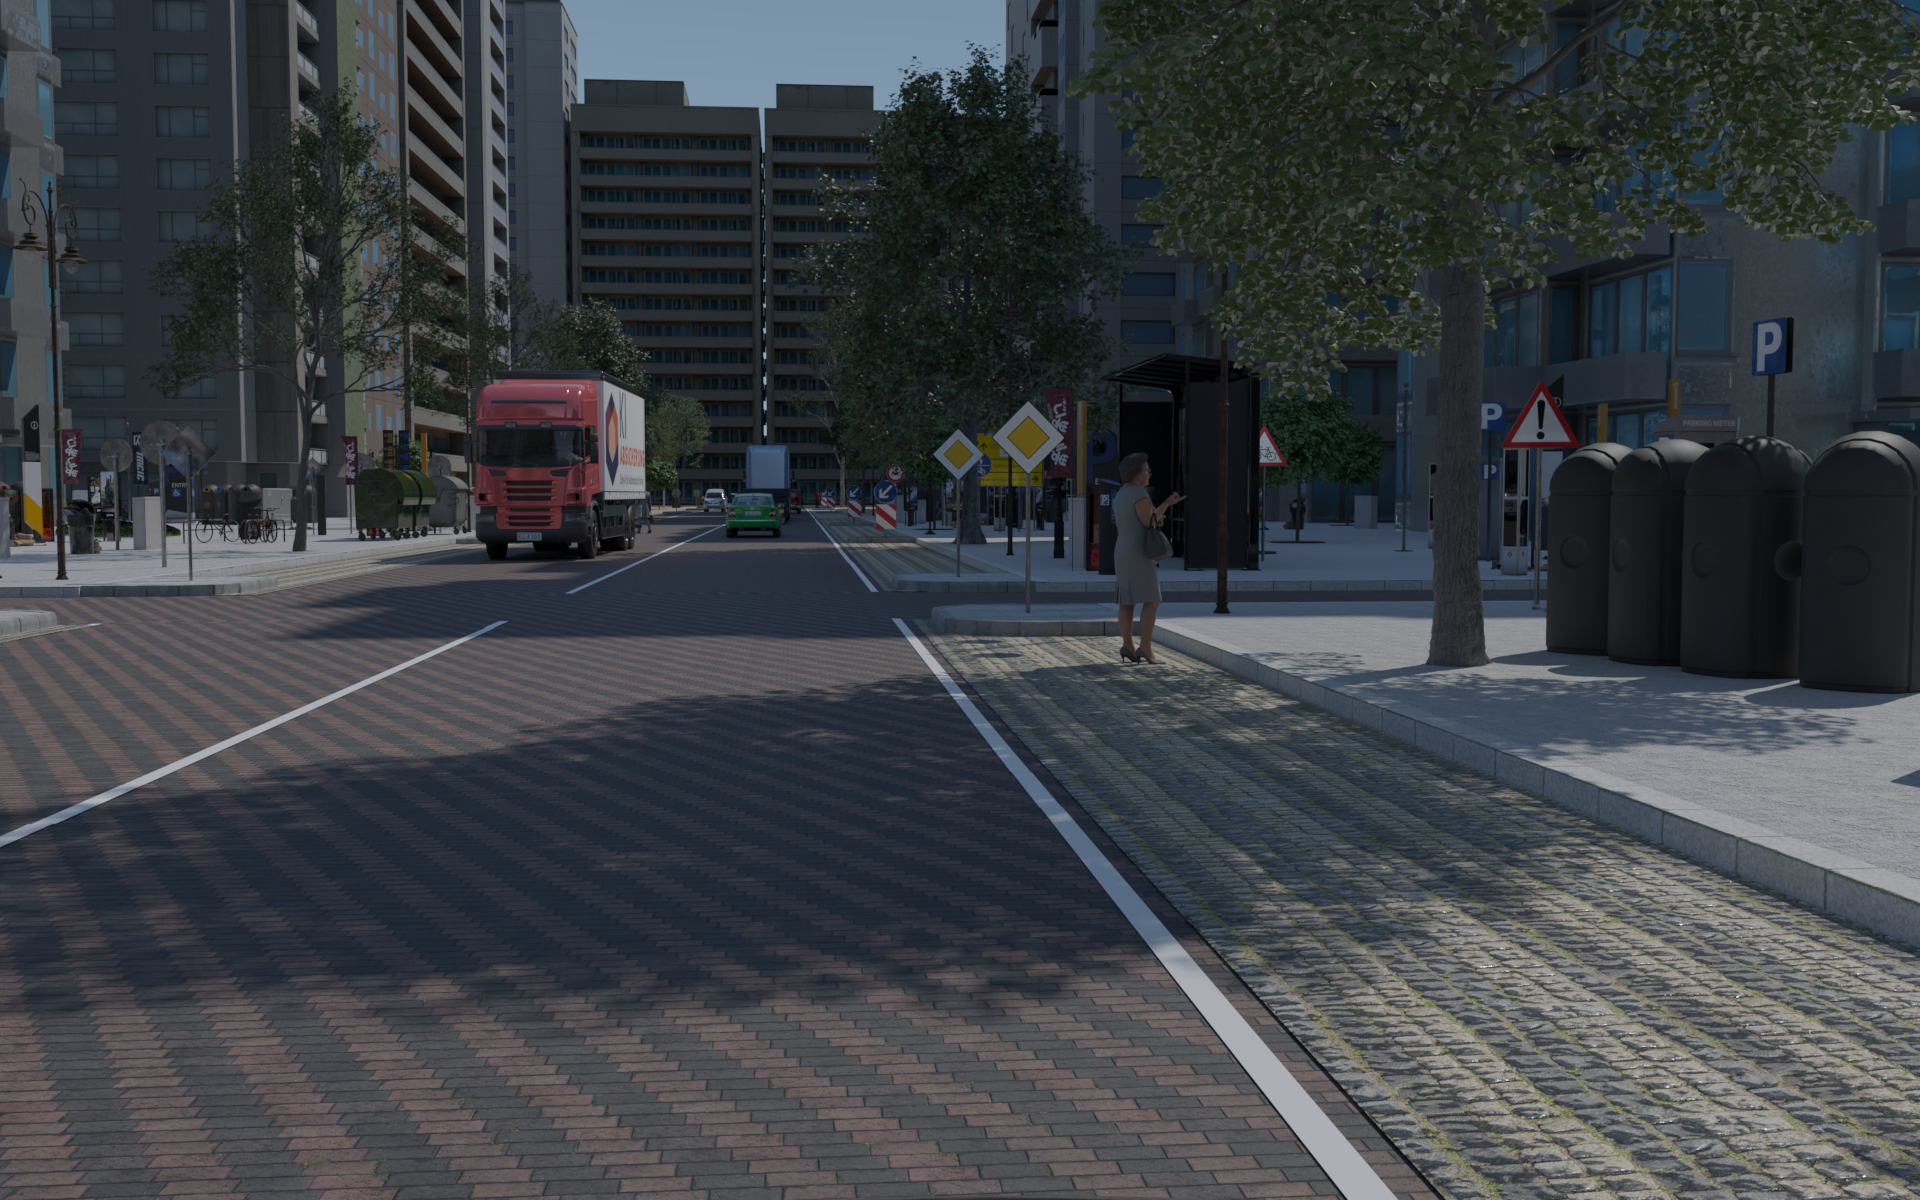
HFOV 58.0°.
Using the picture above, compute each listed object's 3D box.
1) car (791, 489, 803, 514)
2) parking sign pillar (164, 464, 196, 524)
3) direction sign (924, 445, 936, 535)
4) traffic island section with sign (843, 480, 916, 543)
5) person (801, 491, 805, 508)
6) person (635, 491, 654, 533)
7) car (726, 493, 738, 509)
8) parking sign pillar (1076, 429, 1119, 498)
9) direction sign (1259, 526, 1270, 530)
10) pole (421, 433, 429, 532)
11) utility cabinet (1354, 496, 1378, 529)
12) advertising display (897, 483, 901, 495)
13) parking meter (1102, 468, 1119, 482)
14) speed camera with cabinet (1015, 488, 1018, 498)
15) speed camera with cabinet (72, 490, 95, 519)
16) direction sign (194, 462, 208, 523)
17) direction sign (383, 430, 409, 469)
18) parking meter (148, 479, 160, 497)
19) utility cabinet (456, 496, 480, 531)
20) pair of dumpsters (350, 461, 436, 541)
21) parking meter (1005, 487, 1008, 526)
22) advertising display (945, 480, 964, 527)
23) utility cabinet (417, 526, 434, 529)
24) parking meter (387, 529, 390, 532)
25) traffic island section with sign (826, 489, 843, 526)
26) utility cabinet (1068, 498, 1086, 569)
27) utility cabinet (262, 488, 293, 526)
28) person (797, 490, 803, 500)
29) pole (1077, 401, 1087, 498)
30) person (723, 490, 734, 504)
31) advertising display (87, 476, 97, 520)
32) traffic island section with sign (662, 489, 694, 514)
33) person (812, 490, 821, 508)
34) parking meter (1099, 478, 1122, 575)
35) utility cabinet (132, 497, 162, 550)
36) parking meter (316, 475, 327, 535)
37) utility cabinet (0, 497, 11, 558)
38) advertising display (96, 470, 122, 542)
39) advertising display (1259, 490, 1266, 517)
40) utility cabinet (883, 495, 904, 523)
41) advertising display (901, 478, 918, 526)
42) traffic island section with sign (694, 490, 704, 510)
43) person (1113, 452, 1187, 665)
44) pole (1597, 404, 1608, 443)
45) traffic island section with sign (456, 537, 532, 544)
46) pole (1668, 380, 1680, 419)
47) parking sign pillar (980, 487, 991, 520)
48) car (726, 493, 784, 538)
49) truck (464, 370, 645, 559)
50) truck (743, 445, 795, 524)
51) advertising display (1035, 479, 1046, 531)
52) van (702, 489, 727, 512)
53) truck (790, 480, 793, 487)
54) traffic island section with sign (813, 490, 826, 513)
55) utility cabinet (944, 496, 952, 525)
[{"bbox_3d":[-12.563,-7.168,125.874,2.281,1.827,5.304,0,4,-5],"label":"car"},{"bbox_3d":[-34.264,-5.341,75.800,1.447,3.967,1.447,-1,4,-11],"label":"parking sign pillar"},{"bbox_3d":[-0.951,-3.843,54.832,0.379,3.537,0.876,0,4,3],"label":"direction sign"},{"bbox_3d":[-2.341,-2.603,51.184,1.989,1.847,2.006,0,4,-5],"label":"traffic island section with sign"},{"bbox_3d":[-16.199,-10.258,176.900,0.721,1.739,1.217,3,4,37],"label":"person"},{"bbox_3d":[-11.515,-3.325,62.960,0.694,1.812,0.767,-3,5,-39],"label":"person"},{"bbox_3d":[-22.436,-9.966,172.538,1.945,1.707,3.694,0,4,-6],"label":"car"},{"bbox_3d":[4.263,-3.968,53.341,1.447,3.967,1.447,-1,4,-16],"label":"parking sign pillar"},{"bbox_3d":[10.886,-4.273,61.869,0.876,3.537,0.379,0,4,7],"label":"direction sign"},{"bbox_3d":[-17.892,-3.919,57.911,0.158,3.312,0.155,0,3,0],"label":"pole"},{"bbox_3d":[15.045,-3.243,64.184,0.306,1.237,1.020,-2,4,-24],"label":"utility cabinet"},{"bbox_3d":[-3.148,-5.848,100.832,0.974,1.923,0.123,-1,4,-9],"label":"advertising display"},{"bbox_3d":[3.384,-2.028,38.865,0.255,1.863,0.399,-2,4,-34],"label":"parking meter"},{"bbox_3d":[3.860,-6.087,93.864,2.038,3.252,0.660,3,5,43],"label":"speed camera with cabinet"},{"bbox_3d":[-38.237,-4.903,74.507,2.038,3.252,0.660,-2,4,-28],"label":"speed camera with cabinet"},{"bbox_3d":[-34.069,-5.246,77.773,0.379,3.537,0.876,1,4,16],"label":"direction sign"},{"bbox_3d":[-19.917,-4.235,61.238,0.876,3.537,0.379,-2,4,-26],"label":"direction sign"},{"bbox_3d":[-32.083,-3.871,69.008,0.255,1.863,0.399,3,5,41],"label":"parking meter"},{"bbox_3d":[-17.404,-3.065,61.268,0.306,1.237,1.020,2,4,35],"label":"utility cabinet"},{"bbox_3d":[-16.179,-2.873,49.459,1.574,2.255,4.437,0,4,-5],"label":"pair of dumpsters"},{"bbox_3d":[1.801,-3.907,69.593,0.255,1.863,0.399,2,4,35],"label":"parking meter"},{"bbox_3d":[-0.099,-3.826,67.773,0.974,1.923,0.123,0,4,4],"label":"advertising display"},{"bbox_3d":[-19.299,-3.108,61.983,1.020,1.237,0.306,0,4,-2],"label":"utility cabinet"},{"bbox_3d":[-18.994,-3.032,57.989,0.372,1.533,0.369,0,3,0],"label":"parking meter"},{"bbox_3d":[-4.905,-4.244,78.017,1.989,1.847,2.006,0,4,-5],"label":"traffic island section with sign"},{"bbox_3d":[2.168,-1.169,30.281,0.306,1.237,1.020,-1,4,-12],"label":"utility cabinet"},{"bbox_3d":[-26.924,-3.651,68.378,0.318,1.500,1.173,2,4,29],"label":"utility cabinet"},{"bbox_3d":[-12.595,-7.802,136.591,0.721,1.766,1.217,1,4,12],"label":"person"},{"bbox_3d":[2.669,-2.700,37.983,0.158,3.312,0.155,0,3,0],"label":"pole"},{"bbox_3d":[-17.777,-7.625,133.890,1.217,1.735,0.721,-2,4,-27],"label":"person"},{"bbox_3d":[-30.126,-3.391,60.658,0.123,1.923,0.974,1,4,17],"label":"advertising display"},{"bbox_3d":[-20.745,-7.237,126.948,1.989,1.847,2.006,0,4,-5],"label":"traffic island section with sign"},{"bbox_3d":[-13.270,-9.343,161.201,1.348,1.831,0.705,-3,5,-40],"label":"person"},{"bbox_3d":[2.393,-1.170,27.535,0.372,1.533,0.369,0,3,0],"label":"parking meter"},{"bbox_3d":[-18.851,-1.773,40.157,0.306,1.237,1.020,0,4,-5],"label":"utility cabinet"},{"bbox_3d":[-19.875,-2.948,53.916,0.255,1.863,0.399,-1,4,-19],"label":"parking meter"},{"bbox_3d":[-19.283,-1.417,34.324,0.306,1.237,1.020,0,4,5],"label":"utility cabinet"},{"bbox_3d":[-23.009,-2.552,46.934,0.974,1.923,0.123,3,4,38],"label":"advertising display"},{"bbox_3d":[8.739,-2.874,52.205,0.974,1.923,0.123,1,4,18],"label":"advertising display"},{"bbox_3d":[-2.879,-4.029,77.038,1.020,1.237,0.306,1,4,9],"label":"utility cabinet"},{"bbox_3d":[-1.996,-3.968,70.095,0.123,1.923,0.974,2,4,28],"label":"advertising display"},{"bbox_3d":[-23.310,-8.878,153.782,1.989,1.847,2.006,0,4,-5],"label":"traffic island section with sign"},{"bbox_3d":[1.597,-0.347,14.535,0.532,1.782,0.716,-1,4,-19],"label":"person"},{"bbox_3d":[14.490,-2.770,39.141,0.158,3.312,0.155,0,3,0],"label":"pole"},{"bbox_3d":[-13.415,-2.539,50.140,1.989,1.847,2.006,0,4,-5],"label":"traffic island section with sign"},{"bbox_3d":[12.730,-2.270,30.954,0.158,3.312,0.155,0,3,0],"label":"pole"},{"bbox_3d":[0.665,-5.235,74.067,1.447,3.967,1.447,1,4,21],"label":"parking sign pillar"},{"bbox_3d":[-6.916,-3.028,58.309,1.959,1.807,4.718,0,4,-5],"label":"car"},{"bbox_3d":[-9.446,-3.221,41.585,2.839,4.237,11.283,0,4,-4],"label":"truck"},{"bbox_3d":[-10.144,-6.131,90.000,2.967,4.110,18.799,0,4,-5],"label":"truck"},{"bbox_3d":[2.835,-3.418,61.102,0.123,1.923,0.974,-1,4,-13],"label":"advertising display"},{"bbox_3d":[-19.871,-8.159,140.409,2.013,2.044,4.112,0,4,-4],"label":"van"},{"bbox_3d":[-16.122,-9.906,150.875,2.839,4.237,11.283,0,4,-4],"label":"truck"},{"bbox_3d":[-9.673,-7.301,127.992,1.989,1.847,2.006,0,4,-5],"label":"traffic island section with sign"},{"bbox_3d":[-0.510,-3.671,71.190,0.306,1.237,1.020,0,4,-5],"label":"utility cabinet"}]
